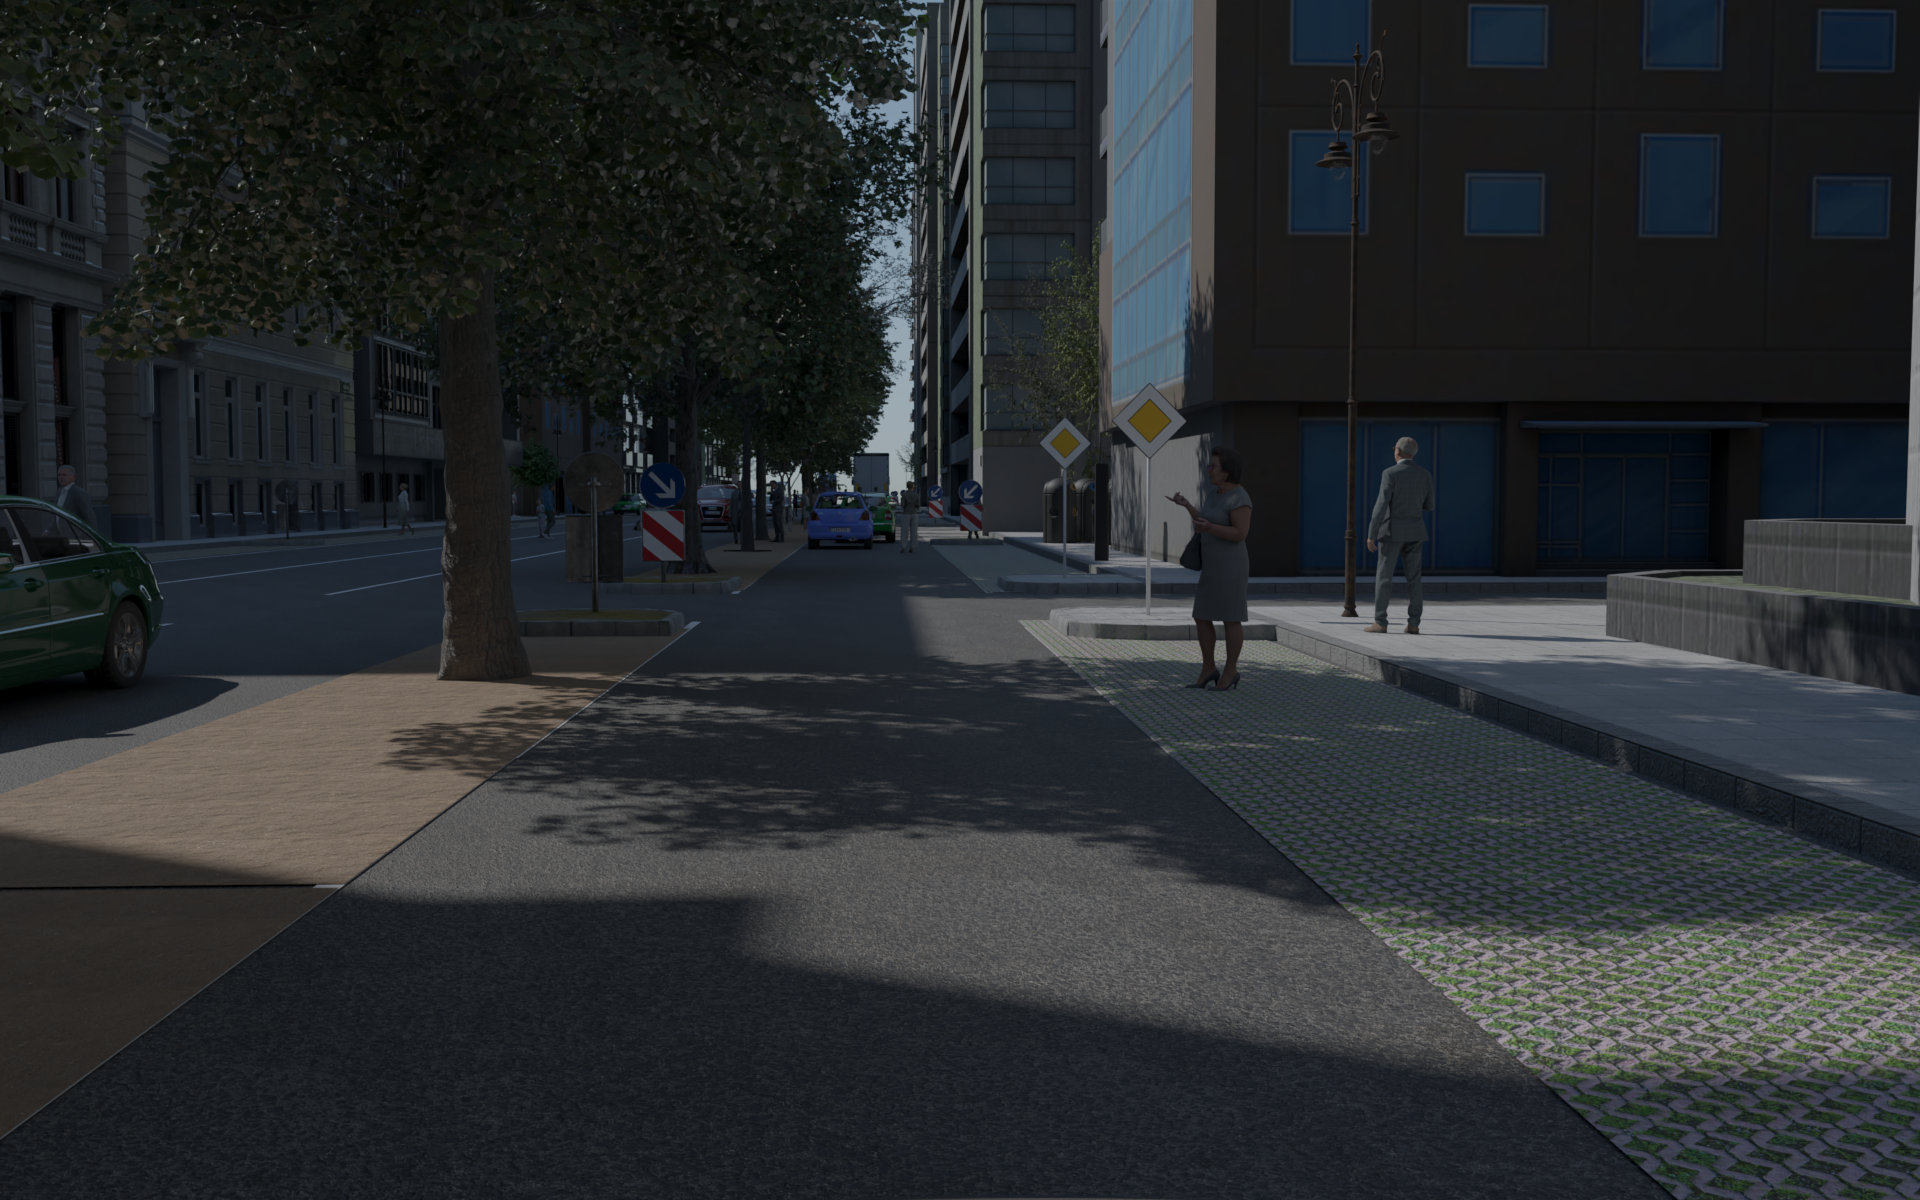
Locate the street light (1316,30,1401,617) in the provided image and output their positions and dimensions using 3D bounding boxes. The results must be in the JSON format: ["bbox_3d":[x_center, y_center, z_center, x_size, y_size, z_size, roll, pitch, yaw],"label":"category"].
[{"bbox_3d":[4.075,-2.761,17.925,0.468,5.910,1.993,0,4,-3],"label":"street light"}]

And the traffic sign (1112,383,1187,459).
[{"bbox_3d":[2.008,-0.980,18.217,0.795,2.593,0.064,0,4,-3],"label":"traffic sign"}]

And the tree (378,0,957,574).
[{"bbox_3d":[-4.884,-6.803,30.702,9.611,12.733,9.660,0,3,0],"label":"tree"}]

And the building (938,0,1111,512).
[{"bbox_3d":[5.059,-28.451,148.771,14.154,41.232,14.086,0,4,-3],"label":"building"}]

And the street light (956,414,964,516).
[{"bbox_3d":[-0.039,-7.798,100.280,0.468,5.910,1.993,0,4,-3],"label":"street light"}]

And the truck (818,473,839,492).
[{"bbox_3d":[-17.245,-14.443,225.906,2.967,4.110,18.799,0,4,-4],"label":"truck"}]

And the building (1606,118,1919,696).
[{"bbox_3d":[16.022,-28.221,3.419,21.231,58.520,28.212,0,4,-3],"label":"building"}]

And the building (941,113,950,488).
[{"bbox_3d":[5.423,-22.222,135.030,14.160,30.474,14.107,0,4,-3],"label":"building"}]

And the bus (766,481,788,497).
[{"bbox_3d":[-25.673,-15.248,244.167,2.948,3.499,13.247,0,4,-2],"label":"bus"}]

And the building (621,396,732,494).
[{"bbox_3d":[-40.902,-36.302,213.144,23.786,49.044,30.456,0,4,-3],"label":"building"}]

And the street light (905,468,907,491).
[{"bbox_3d":[-8.063,-17.592,260.408,0.468,5.910,1.993,0,4,-3],"label":"street light"}]

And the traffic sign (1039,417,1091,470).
[{"bbox_3d":[1.606,-1.468,26.192,0.795,2.593,0.064,0,4,-3],"label":"traffic sign"}]

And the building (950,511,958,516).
[{"bbox_3d":[10.565,-28.544,90.403,21.300,48.544,21.600,0,4,-3],"label":"building"}]

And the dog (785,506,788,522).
[{"bbox_3d":[-9.030,-4.439,89.413,0.513,0.831,0.800,3,4,38],"label":"dog"}]

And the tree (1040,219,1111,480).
[{"bbox_3d":[3.990,-5.943,47.528,4.737,8.622,4.395,0,3,0],"label":"tree"}]

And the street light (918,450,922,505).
[{"bbox_3d":[-4.025,-12.516,177.422,0.468,5.910,1.993,0,4,-3],"label":"street light"}]

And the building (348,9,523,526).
[{"bbox_3d":[-30.069,-15.879,78.683,14.314,24.678,30.058,0,4,-3],"label":"building"}]

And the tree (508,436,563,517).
[{"bbox_3d":[-24.039,-6.948,97.308,4.285,4.588,4.351,0,3,0],"label":"tree"}]

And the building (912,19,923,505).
[{"bbox_3d":[4.662,-41.318,217.551,21.231,58.520,28.212,0,4,-3],"label":"building"}]

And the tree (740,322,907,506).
[{"bbox_3d":[-6.489,-8.308,72.708,8.767,10.594,7.601,0,4,-3],"label":"tree"}]

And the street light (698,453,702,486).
[{"bbox_3d":[-27.711,-12.968,184.820,0.468,5.910,1.993,0,4,-3],"label":"street light"}]

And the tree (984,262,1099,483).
[{"bbox_3d":[3.026,-6.332,53.897,4.360,8.622,3.978,0,3,0],"label":"tree"}]

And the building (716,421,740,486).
[{"bbox_3d":[-37.636,-35.832,235.970,14.600,45.320,14.200,0,4,-3],"label":"building"}]

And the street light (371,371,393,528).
[{"bbox_3d":[-21.721,-5.656,65.265,0.468,5.910,1.993,0,4,-3],"label":"street light"}]

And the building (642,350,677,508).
[{"bbox_3d":[-33.810,-24.101,165.758,14.160,30.474,14.107,0,4,-3],"label":"building"}]

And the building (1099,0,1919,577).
[{"bbox_3d":[10.555,-23.365,32.137,14.200,45.320,14.600,0,4,-3],"label":"building"}]

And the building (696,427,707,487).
[{"bbox_3d":[-35.818,-31.021,190.781,14.154,41.232,14.086,0,4,-3],"label":"building"}]

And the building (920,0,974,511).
[{"bbox_3d":[7.157,-33.198,166.485,21.300,48.544,21.600,0,4,-3],"label":"building"}]

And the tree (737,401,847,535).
[{"bbox_3d":[-6.404,-6.868,65.108,4.360,8.622,3.978,0,3,0],"label":"tree"}]

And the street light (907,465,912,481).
[{"bbox_3d":[-6.223,-15.186,221.078,0.468,5.910,1.993,0,4,-3],"label":"street light"}]

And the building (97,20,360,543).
[{"bbox_3d":[-28.067,-16.372,53.588,13.634,28.700,20.117,0,4,-3],"label":"building"}]

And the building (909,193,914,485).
[{"bbox_3d":[3.927,-36.198,246.457,22.147,44.769,28.867,0,4,-3],"label":"building"}]

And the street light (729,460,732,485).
[{"bbox_3d":[-29.652,-15.405,224.655,0.468,5.910,1.993,0,4,-3],"label":"street light"}]

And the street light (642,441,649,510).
[{"bbox_3d":[-25.660,-10.331,141.694,0.468,5.910,1.993,0,4,-3],"label":"street light"}]

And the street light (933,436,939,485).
[{"bbox_3d":[-1.968,-10.111,138.103,0.468,5.910,1.993,0,4,-3],"label":"street light"}]

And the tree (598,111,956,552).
[{"bbox_3d":[-5.298,-7.940,42.644,12.009,13.543,11.850,0,3,0],"label":"tree"}]

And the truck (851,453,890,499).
[{"bbox_3d":[-6.325,-8.200,122.982,2.839,4.237,11.283,0,4,-3],"label":"truck"}]

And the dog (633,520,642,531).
[{"bbox_3d":[-12.620,-2.932,68.136,0.550,0.427,0.748,1,4,12],"label":"dog"}]

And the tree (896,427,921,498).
[{"bbox_3d":[-4.486,-14.347,184.927,4.360,8.622,3.978,0,3,0],"label":"tree"}]

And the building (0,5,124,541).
[{"bbox_3d":[-25.866,-12.536,33.842,11.050,23.489,19.941,0,4,-3],"label":"building"}]

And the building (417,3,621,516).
[{"bbox_3d":[-31.785,-28.782,120.701,14.600,45.320,14.200,0,4,-3],"label":"building"}]

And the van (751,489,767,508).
[{"bbox_3d":[-17.776,-8.831,151.396,2.013,2.044,4.112,0,4,-1],"label":"van"}]

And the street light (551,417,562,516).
[{"bbox_3d":[-23.631,-7.889,101.776,0.468,5.910,1.993,0,4,-3],"label":"street light"}]

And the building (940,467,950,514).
[{"bbox_3d":[14.965,-25.951,116.173,32.217,40.220,23.993,0,4,-3],"label":"building"}]

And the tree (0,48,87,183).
[{"bbox_3d":[-3.522,-5.043,3.030,7.486,12.596,7.792,0,3,0],"label":"tree"}]

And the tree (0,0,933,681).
[{"bbox_3d":[-3.692,-6.353,12.980,9.857,13.997,8.962,0,3,0],"label":"tree"}]

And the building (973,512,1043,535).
[{"bbox_3d":[7.419,-23.306,64.641,14.154,41.232,14.086,0,4,-3],"label":"building"}]
